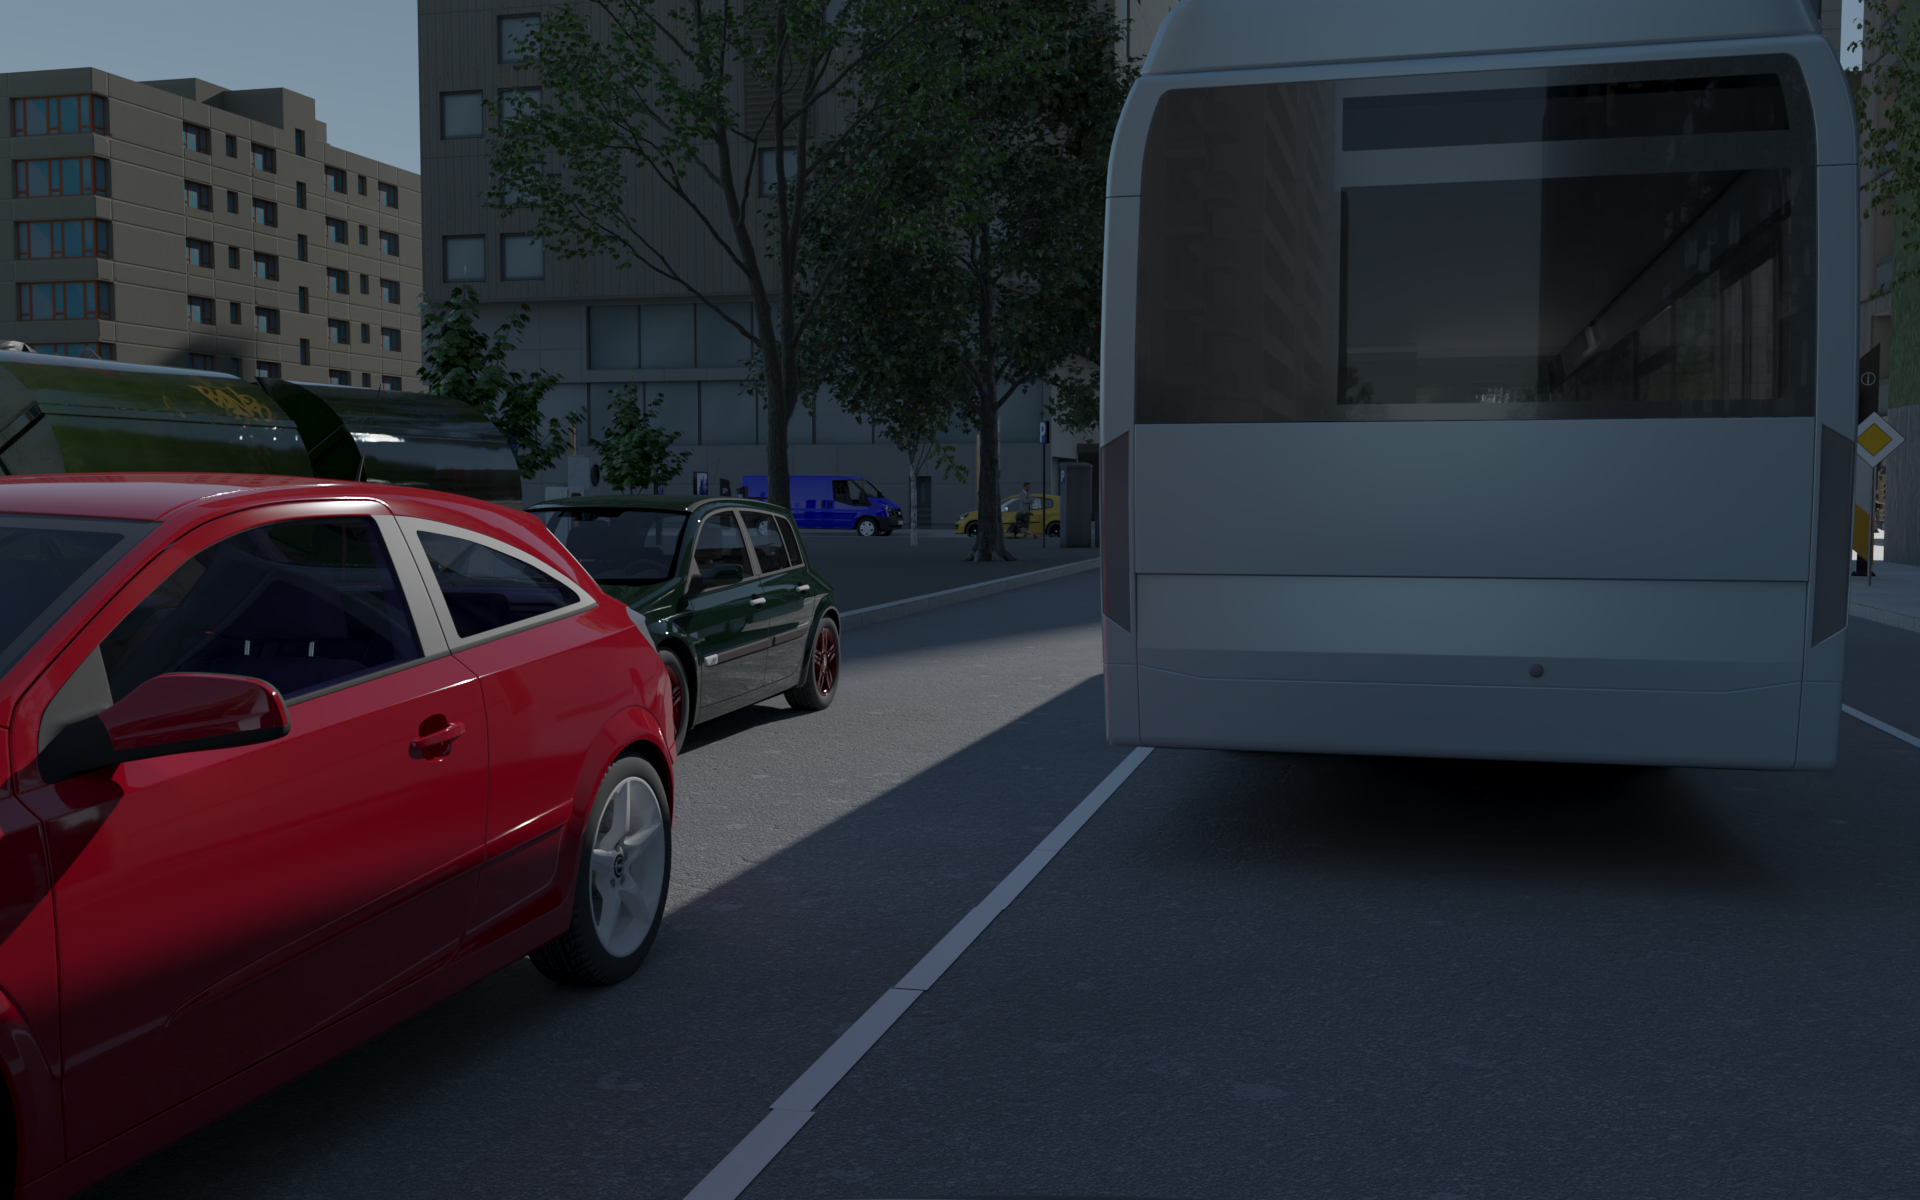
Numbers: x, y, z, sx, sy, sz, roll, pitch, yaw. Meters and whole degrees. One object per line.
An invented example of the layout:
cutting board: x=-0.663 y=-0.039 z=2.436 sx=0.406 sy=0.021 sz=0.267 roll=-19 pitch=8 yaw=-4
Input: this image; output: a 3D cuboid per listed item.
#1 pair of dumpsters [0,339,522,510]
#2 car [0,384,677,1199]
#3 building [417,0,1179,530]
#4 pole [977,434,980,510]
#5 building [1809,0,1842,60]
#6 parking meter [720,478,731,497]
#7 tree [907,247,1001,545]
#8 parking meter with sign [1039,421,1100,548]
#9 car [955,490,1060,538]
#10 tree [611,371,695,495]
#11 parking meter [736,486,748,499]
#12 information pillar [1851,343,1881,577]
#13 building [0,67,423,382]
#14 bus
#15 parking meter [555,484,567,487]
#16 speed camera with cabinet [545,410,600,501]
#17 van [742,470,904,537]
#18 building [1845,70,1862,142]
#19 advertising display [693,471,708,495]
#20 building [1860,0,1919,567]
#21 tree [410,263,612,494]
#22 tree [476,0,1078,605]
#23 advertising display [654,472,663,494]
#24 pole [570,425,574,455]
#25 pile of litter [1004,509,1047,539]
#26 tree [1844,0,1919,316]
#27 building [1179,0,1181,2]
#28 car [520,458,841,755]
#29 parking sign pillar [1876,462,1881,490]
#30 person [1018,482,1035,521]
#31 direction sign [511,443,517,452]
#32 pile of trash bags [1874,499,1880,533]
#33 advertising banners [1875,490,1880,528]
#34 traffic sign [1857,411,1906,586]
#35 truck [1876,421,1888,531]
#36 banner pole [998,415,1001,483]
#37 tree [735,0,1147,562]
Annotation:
pair of dumpsters: x=-4.311 y=-0.471 z=10.200 sx=1.574 sy=2.255 sz=4.437 roll=1 pitch=4 yaw=14
car: x=-2.161 y=0.316 z=3.877 sx=2.155 sy=1.783 sz=4.494 roll=1 pitch=4 yaw=14
building: x=-4.537 y=-29.696 z=74.763 sx=28.713 sy=52.752 sz=27.495 roll=1 pitch=4 yaw=14
pole: x=0.673 y=-3.985 z=59.005 sx=0.158 sy=3.312 sz=0.155 roll=0 pitch=3 yaw=0
building: x=53.574 y=-42.440 z=132.139 sx=20.563 sy=71.187 sz=20.611 roll=1 pitch=4 yaw=14
parking meter: x=-8.455 y=-3.469 z=62.430 sx=0.399 sy=1.863 sz=0.255 roll=-1 pitch=4 yaw=-12
tree: x=-0.967 y=-5.661 z=42.924 sx=4.737 sy=8.622 sz=4.395 roll=0 pitch=3 yaw=0
parking meter with sign: x=2.799 y=-2.769 z=41.529 sx=1.738 sy=3.016 sz=0.543 roll=-1 pitch=4 yaw=-16
car: x=1.820 y=-2.708 z=54.493 sx=3.980 sy=1.641 sz=2.015 roll=1 pitch=4 yaw=14
tree: x=-5.199 y=-2.002 z=27.337 sx=1.663 sy=3.219 sz=1.824 roll=0 pitch=3 yaw=0
parking meter: x=-6.579 y=-2.686 z=52.321 sx=0.372 sy=1.533 sz=0.369 roll=0 pitch=3 yaw=0
information pillar: x=14.035 y=-2.179 z=26.988 sx=0.504 sy=3.616 sz=0.183 roll=2 pitch=4 yaw=32
building: x=-45.766 y=-14.815 z=87.272 sx=28.899 sy=21.520 sz=27.650 roll=1 pitch=4 yaw=14
bus: x=3.444 y=-1.078 z=12.481 sx=2.948 sy=3.499 sz=13.247 roll=1 pitch=4 yaw=15
parking meter: x=-10.058 y=-2.148 z=43.539 sx=0.372 sy=1.533 sz=0.369 roll=0 pitch=3 yaw=0
speed camera with cabinet: x=-9.000 y=-2.813 z=40.336 sx=0.660 sy=3.252 sz=2.038 roll=1 pitch=4 yaw=9
van: x=-4.432 y=-3.157 z=55.996 sx=5.245 sy=2.365 sz=2.240 roll=1 pitch=4 yaw=14
building: x=91.796 y=-32.428 z=180.311 sx=14.200 sy=45.320 sz=14.600 roll=1 pitch=4 yaw=14
advertising display: x=-7.453 y=-2.727 z=49.798 sx=0.123 sy=1.923 sz=0.974 roll=1 pitch=4 yaw=11
building: x=24.726 y=-21.281 z=31.542 sx=14.154 sy=41.232 sz=14.086 roll=1 pitch=4 yaw=14
tree: x=-4.187 y=-1.216 z=14.477 sx=1.663 sy=3.219 sz=1.824 roll=0 pitch=3 yaw=0
tree: x=-2.132 y=-5.761 z=19.946 sx=9.928 sy=11.665 sz=9.643 roll=0 pitch=3 yaw=0
advertising display: x=-7.650 y=-2.371 z=43.986 sx=0.123 sy=1.923 sz=0.974 roll=0 pitch=4 yaw=-2
pole: x=-10.887 y=-3.367 z=48.893 sx=0.158 sy=3.312 sz=0.155 roll=0 pitch=3 yaw=0
pile of litter: x=1.701 y=-2.191 z=49.793 sx=1.176 sy=0.858 sz=1.719 roll=-3 pitch=5 yaw=-39
tree: x=12.239 y=-4.280 z=20.334 sx=4.737 sy=8.622 sz=4.395 roll=0 pitch=3 yaw=0
building: x=9.228 y=-28.038 z=113.047 sx=22.147 sy=44.769 sz=28.867 roll=1 pitch=4 yaw=14
car: x=-2.039 y=-0.035 z=10.360 sx=2.009 sy=1.686 sz=4.222 roll=1 pitch=4 yaw=14
parking sign pillar: x=48.478 y=-6.355 z=92.370 sx=1.447 sy=3.967 sz=1.447 roll=1 pitch=4 yaw=20
person: x=2.032 y=-2.664 z=52.234 sx=0.466 sy=1.800 sz=0.511 roll=1 pitch=4 yaw=22
direction sign: x=-16.196 y=-4.263 z=61.692 sx=0.876 sy=3.537 sz=0.379 roll=-1 pitch=4 yaw=-19
pile of trash bags: x=29.633 y=-2.928 z=57.631 sx=3.447 sy=1.369 sz=1.912 roll=-3 pitch=5 yaw=-44
advertising banners: x=34.812 y=-4.255 z=65.764 sx=0.090 sy=3.025 sz=2.074 roll=-3 pitch=5 yaw=-42
traffic sign: x=12.726 y=-1.406 z=24.179 sx=0.795 sy=2.450 sz=0.064 roll=1 pitch=4 yaw=23
truck: x=30.473 y=-3.543 z=46.834 sx=11.283 sy=4.237 sz=2.839 roll=1 pitch=4 yaw=12
banner pole: x=0.861 y=-3.544 z=47.956 sx=0.401 sy=3.779 sz=0.863 roll=3 pitch=5 yaw=42
tree: x=0.461 y=-7.093 z=32.978 sx=9.611 sy=12.733 sz=9.660 roll=0 pitch=3 yaw=0
